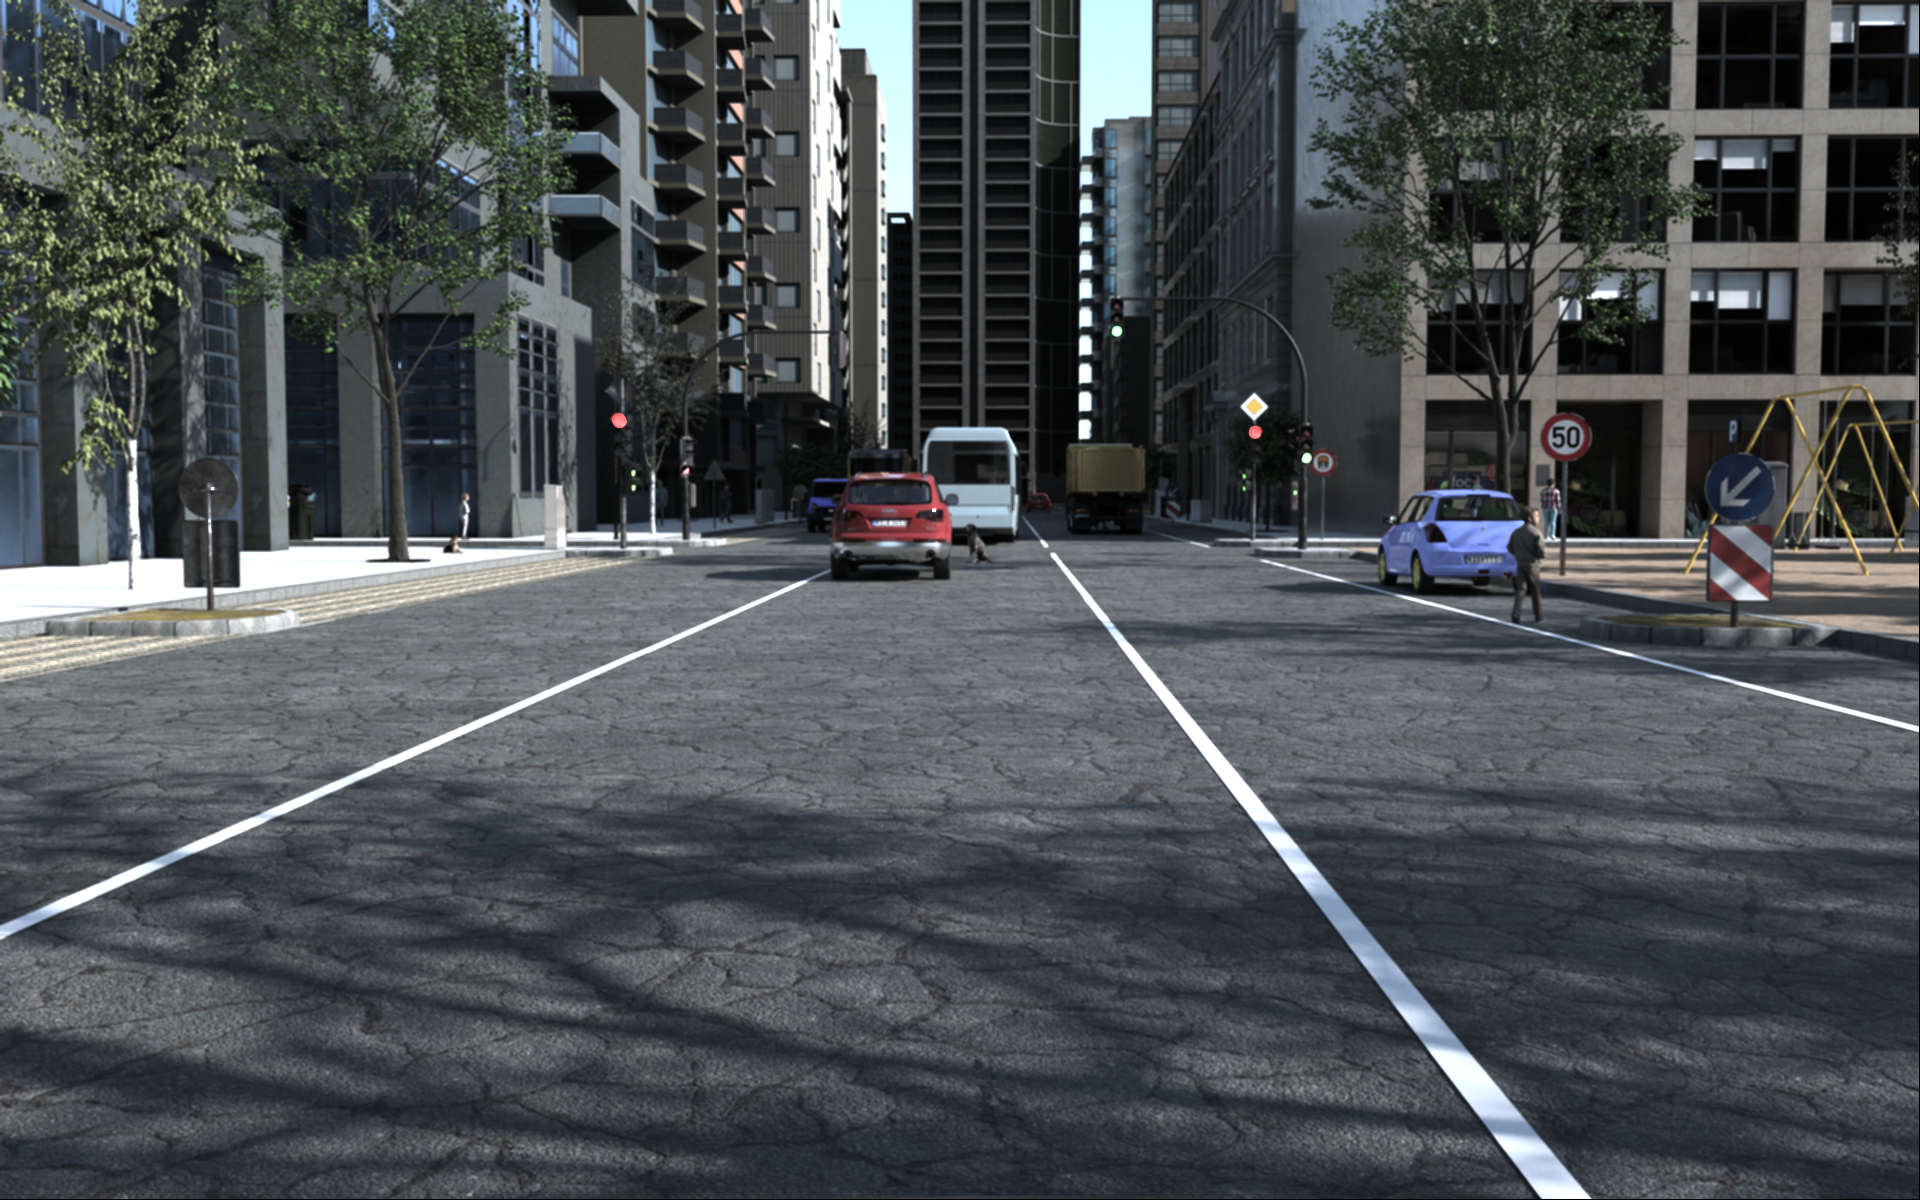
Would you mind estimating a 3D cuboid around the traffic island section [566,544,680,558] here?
[{"bbox_3d":[-7.892,-1.116,40.535,2.009,0.180,2.903,0,4,1],"label":"traffic island section"}]

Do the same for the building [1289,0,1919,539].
[{"bbox_3d":[29.804,-15.501,57.954,34.151,26.468,19.350,0,4,1],"label":"building"}]

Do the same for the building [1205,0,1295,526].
[{"bbox_3d":[19.125,-17.907,78.686,13.634,28.700,20.117,0,4,1],"label":"building"}]

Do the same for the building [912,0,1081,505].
[{"bbox_3d":[4.756,-47.656,217.434,20.611,71.187,20.563,0,4,1],"label":"building"}]

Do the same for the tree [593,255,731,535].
[{"bbox_3d":[-9.509,-6.377,54.619,4.360,8.622,3.978,0,3,0],"label":"tree"}]

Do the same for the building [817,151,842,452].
[{"bbox_3d":[-24.521,-28.879,164.052,32.217,40.220,23.993,0,4,1],"label":"building"}]

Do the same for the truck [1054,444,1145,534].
[{"bbox_3d":[5.352,-4.247,65.367,3.469,3.379,9.791,0,4,2],"label":"truck"}]

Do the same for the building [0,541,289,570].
[{"bbox_3d":[-31.123,-43.643,26.233,31.000,86.520,22.319,0,4,1],"label":"building"}]

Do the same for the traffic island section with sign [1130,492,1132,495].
[{"bbox_3d":[9.499,-5.592,100.057,1.989,1.847,2.006,0,4,1],"label":"traffic island section with sign"}]

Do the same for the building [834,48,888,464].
[{"bbox_3d":[-19.061,-34.432,186.658,21.600,48.544,21.300,0,4,1],"label":"building"}]

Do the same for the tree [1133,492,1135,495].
[{"bbox_3d":[12.694,-8.194,128.571,1.663,3.219,1.824,0,3,0],"label":"tree"}]

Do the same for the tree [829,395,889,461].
[{"bbox_3d":[-7.484,-10.910,128.738,4.360,8.622,3.978,0,3,0],"label":"tree"}]

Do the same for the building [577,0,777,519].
[{"bbox_3d":[-22.948,-27.398,102.587,22.147,44.769,28.867,0,4,1],"label":"building"}]

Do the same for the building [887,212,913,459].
[{"bbox_3d":[-17.383,-32.603,224.942,23.993,40.220,32.217,0,4,1],"label":"building"}]

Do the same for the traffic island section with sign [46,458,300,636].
[{"bbox_3d":[-8.146,-0.589,18.262,1.989,1.847,2.006,0,4,1],"label":"traffic island section with sign"}]

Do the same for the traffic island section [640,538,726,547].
[{"bbox_3d":[-7.686,-1.605,48.517,2.009,0.180,2.903,0,4,1],"label":"traffic island section"}]

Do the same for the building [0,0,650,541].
[{"bbox_3d":[-23.775,-45.920,63.458,22.319,86.520,31.000,0,4,1],"label":"building"}]

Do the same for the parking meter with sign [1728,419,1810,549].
[{"bbox_3d":[18.816,-2.690,40.240,1.738,3.016,0.543,0,4,3],"label":"parking meter with sign"}]

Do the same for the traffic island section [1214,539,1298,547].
[{"bbox_3d":[8.150,-1.579,48.105,2.009,0.180,2.903,0,4,1],"label":"traffic island section"}]

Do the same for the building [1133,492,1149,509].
[{"bbox_3d":[31.551,-28.357,155.510,32.217,40.220,23.993,0,4,1],"label":"building"}]

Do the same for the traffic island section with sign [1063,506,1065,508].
[{"bbox_3d":[11.488,-10.284,176.771,1.989,1.847,2.006,0,4,1],"label":"traffic island section with sign"}]

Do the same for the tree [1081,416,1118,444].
[{"bbox_3d":[13.150,-12.961,162.269,4.737,8.622,4.395,0,3,0],"label":"tree"}]

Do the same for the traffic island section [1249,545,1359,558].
[{"bbox_3d":[7.944,-1.091,40.122,2.009,0.180,2.903,0,4,1],"label":"traffic island section"}]

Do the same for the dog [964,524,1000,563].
[{"bbox_3d":[0.492,-1.182,36.166,0.800,0.831,0.513,0,4,4],"label":"dog"}]

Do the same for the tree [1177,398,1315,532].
[{"bbox_3d":[10.473,-4.618,59.216,4.285,4.588,4.351,0,3,0],"label":"tree"}]

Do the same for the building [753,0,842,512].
[{"bbox_3d":[-23.819,-33.560,137.948,28.713,52.752,27.495,0,4,1],"label":"building"}]

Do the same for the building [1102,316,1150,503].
[{"bbox_3d":[29.642,-20.642,182.536,27.650,21.520,28.899,0,4,1],"label":"building"}]

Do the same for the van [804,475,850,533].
[{"bbox_3d":[-4.660,-3.775,66.106,2.240,2.365,5.245,0,4,2],"label":"van"}]

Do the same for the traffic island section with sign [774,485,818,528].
[{"bbox_3d":[-6.729,-3.944,73.104,1.989,1.847,2.006,0,4,1],"label":"traffic island section with sign"}]

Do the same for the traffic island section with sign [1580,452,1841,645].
[{"bbox_3d":[7.373,-0.534,17.355,1.989,1.847,2.006,0,4,1],"label":"traffic island section with sign"}]

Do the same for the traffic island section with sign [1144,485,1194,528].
[{"bbox_3d":[8.807,-3.944,73.111,1.989,1.847,2.006,0,4,1],"label":"traffic island section with sign"}]

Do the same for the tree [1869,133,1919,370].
[{"bbox_3d":[19.080,-5.011,32.290,4.360,8.622,3.978,0,3,0],"label":"tree"}]

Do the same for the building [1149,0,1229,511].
[{"bbox_3d":[21.857,-27.677,136.106,14.154,41.232,14.086,0,4,1],"label":"building"}]

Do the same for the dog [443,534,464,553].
[{"bbox_3d":[-10.992,-1.221,37.694,0.550,0.427,0.748,0,4,-1],"label":"dog"}]

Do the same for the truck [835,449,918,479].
[{"bbox_3d":[-3.512,-4.944,76.751,3.469,3.379,9.791,0,4,0],"label":"truck"}]

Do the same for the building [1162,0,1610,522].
[{"bbox_3d":[23.538,-18.423,105.734,19.350,26.468,34.151,0,4,1],"label":"building"}]

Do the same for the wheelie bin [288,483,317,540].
[{"bbox_3d":[-18.307,-2.460,48.127,0.693,1.594,0.980,2,4,24],"label":"wheelie bin"}]

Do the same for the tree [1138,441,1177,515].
[{"bbox_3d":[11.954,-8.053,115.379,4.285,4.588,4.351,0,3,0],"label":"tree"}]

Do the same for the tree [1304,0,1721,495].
[{"bbox_3d":[10.246,-6.523,32.415,9.928,11.665,9.643,0,3,0],"label":"tree"}]

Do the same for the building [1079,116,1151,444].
[{"bbox_3d":[30.395,-36.664,219.058,30.456,49.044,23.786,0,4,1],"label":"building"}]
